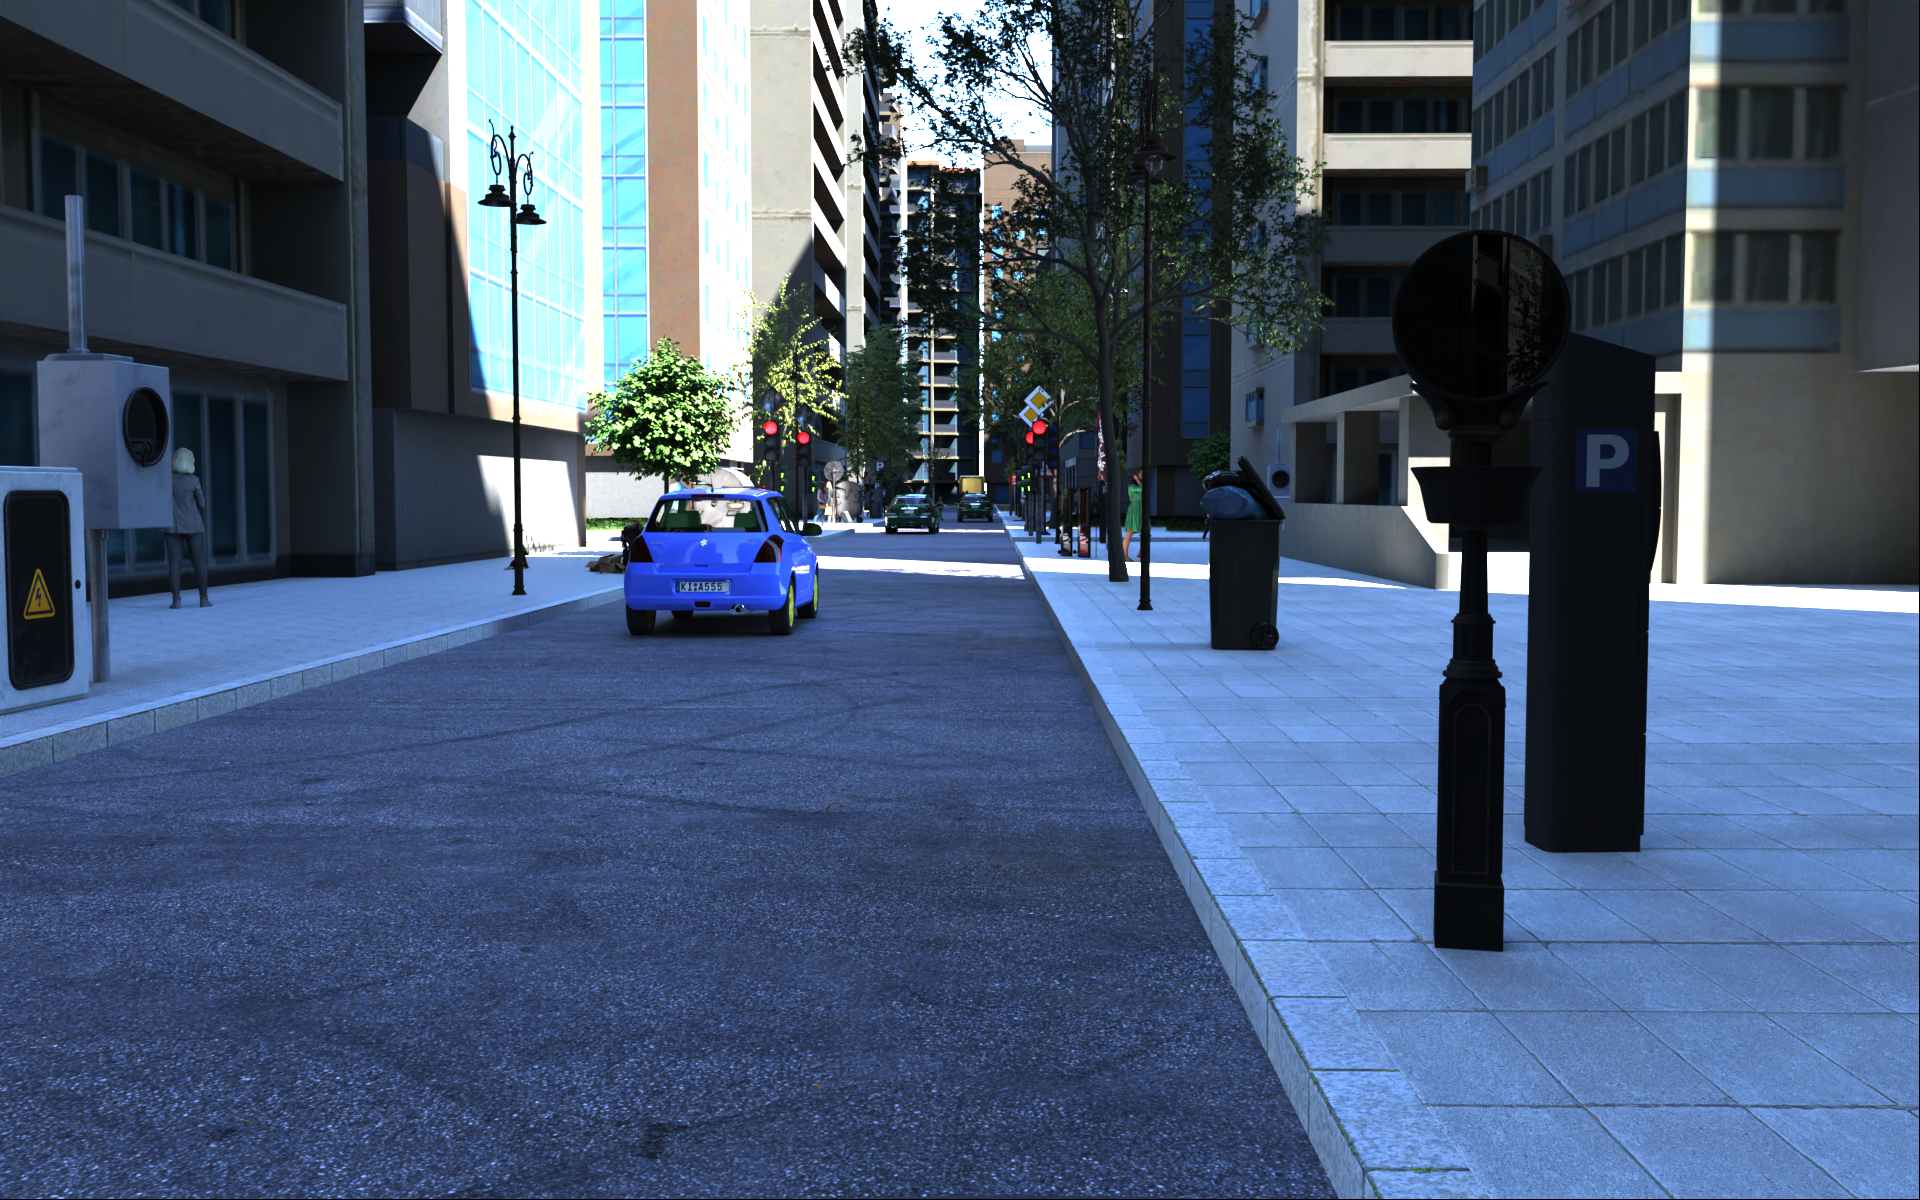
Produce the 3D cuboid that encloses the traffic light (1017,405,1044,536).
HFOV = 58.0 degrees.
[{"bbox_3d":[2.147,-3.905,52.761,0.839,4.253,0.868,0,4,1],"label":"traffic light"}]

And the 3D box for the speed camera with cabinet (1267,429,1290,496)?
[{"bbox_3d":[8.985,-3.556,52.474,2.038,3.252,0.660,0,4,3],"label":"speed camera with cabinet"}]

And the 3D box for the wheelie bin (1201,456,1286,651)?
[{"bbox_3d":[2.349,-0.399,14.438,0.693,1.594,0.980,0,4,7],"label":"wheelie bin"}]

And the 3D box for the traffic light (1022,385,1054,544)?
[{"bbox_3d":[2.019,-3.416,44.777,0.839,4.253,0.868,0,4,1],"label":"traffic light"}]

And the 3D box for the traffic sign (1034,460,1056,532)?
[{"bbox_3d":[2.642,-3.401,55.607,0.884,2.594,0.081,0,4,7],"label":"traffic sign"}]

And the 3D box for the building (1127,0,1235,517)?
[{"bbox_3d":[16.246,-26.888,89.734,14.600,45.320,14.200,0,4,1],"label":"building"}]

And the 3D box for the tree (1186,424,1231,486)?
[{"bbox_3d":[12.274,-5.961,81.168,4.285,4.588,4.351,0,3,0],"label":"tree"}]

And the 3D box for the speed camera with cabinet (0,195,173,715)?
[{"bbox_3d":[-5.744,-1.012,10.890,0.660,3.252,2.038,0,4,4],"label":"speed camera with cabinet"}]

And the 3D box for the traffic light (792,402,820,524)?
[{"bbox_3d":[-4.713,-3.910,52.855,0.839,4.253,0.868,0,4,1],"label":"traffic light"}]

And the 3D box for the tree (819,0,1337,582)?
[{"bbox_3d":[2.012,-5.554,25.215,7.601,10.594,8.767,1,4,20],"label":"tree"}]

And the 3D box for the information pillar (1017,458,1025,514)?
[{"bbox_3d":[4.016,-7.449,113.147,0.504,3.616,0.183,-2,4,-24],"label":"information pillar"}]

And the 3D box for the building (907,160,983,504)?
[{"bbox_3d":[-11.506,-34.898,225.213,28.867,44.769,22.147,0,4,1],"label":"building"}]

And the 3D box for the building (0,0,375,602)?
[{"bbox_3d":[-20.094,-23.975,15.693,21.300,48.544,21.600,0,4,1],"label":"building"}]

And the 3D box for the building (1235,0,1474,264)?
[{"bbox_3d":[21.775,-27.106,66.879,21.600,48.544,21.300,0,4,1],"label":"building"}]

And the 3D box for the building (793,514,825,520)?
[{"bbox_3d":[-17.808,-28.877,95.834,21.300,48.544,21.600,0,4,1],"label":"building"}]

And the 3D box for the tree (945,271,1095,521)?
[{"bbox_3d":[3.050,-9.529,81.549,9.928,11.665,9.643,0,3,0],"label":"tree"}]

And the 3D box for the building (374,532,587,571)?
[{"bbox_3d":[-15.943,-23.515,34.575,14.200,45.320,14.600,0,4,1],"label":"building"}]

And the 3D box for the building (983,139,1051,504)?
[{"bbox_3d":[10.106,-34.941,221.388,14.200,45.320,14.600,0,4,1],"label":"building"}]

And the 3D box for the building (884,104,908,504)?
[{"bbox_3d":[-13.333,-33.272,194.102,14.200,45.320,14.600,0,4,1],"label":"building"}]

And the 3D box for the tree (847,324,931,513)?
[{"bbox_3d":[-5.474,-12.078,115.607,7.486,12.596,7.792,0,3,0],"label":"tree"}]

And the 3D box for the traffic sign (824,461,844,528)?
[{"bbox_3d":[-4.833,-4.051,66.333,0.768,2.556,0.104,0,4,5],"label":"traffic sign"}]

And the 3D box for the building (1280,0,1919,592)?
[{"bbox_3d":[22.594,-20.598,28.661,32.217,40.220,23.993,0,4,1],"label":"building"}]

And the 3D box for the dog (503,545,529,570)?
[{"bbox_3d":[-7.635,-0.733,29.716,0.550,0.427,0.748,3,5,45],"label":"dog"}]

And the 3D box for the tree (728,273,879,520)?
[{"bbox_3d":[-6.079,-6.632,58.799,4.737,8.622,4.395,0,3,0],"label":"tree"}]

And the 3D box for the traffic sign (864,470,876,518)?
[{"bbox_3d":[-4.823,-5.679,92.852,0.884,2.594,0.081,0,4,7],"label":"traffic sign"}]

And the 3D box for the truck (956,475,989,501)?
[{"bbox_3d":[1.247,-11.146,178.154,3.469,3.379,9.791,0,4,1],"label":"truck"}]

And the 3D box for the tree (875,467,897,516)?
[{"bbox_3d":[-4.708,-6.580,102.180,1.663,3.219,1.824,0,3,0],"label":"tree"}]

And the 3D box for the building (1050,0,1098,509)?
[{"bbox_3d":[18.231,-36.983,146.671,21.231,58.520,28.212,0,4,1],"label":"building"}]

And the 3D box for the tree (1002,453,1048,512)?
[{"bbox_3d":[4.761,-8.617,124.598,4.285,4.588,4.351,0,3,0],"label":"tree"}]

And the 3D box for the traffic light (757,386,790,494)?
[{"bbox_3d":[-4.842,-3.422,44.871,0.839,4.253,0.868,0,4,1],"label":"traffic light"}]

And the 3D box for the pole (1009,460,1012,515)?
[{"bbox_3d":[3.053,-6.722,103.743,0.158,3.312,0.155,0,3,0],"label":"pole"}]

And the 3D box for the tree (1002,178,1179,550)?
[{"bbox_3d":[3.221,-5.455,39.547,4.737,8.622,4.395,0,3,0],"label":"tree"}]

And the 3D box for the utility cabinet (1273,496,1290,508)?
[{"bbox_3d":[8.677,-2.094,45.390,1.020,1.237,0.306,0,4,-5],"label":"utility cabinet"}]

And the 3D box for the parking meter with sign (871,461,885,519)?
[{"bbox_3d":[-4.355,-5.832,91.615,0.543,3.016,1.738,0,4,7],"label":"parking meter with sign"}]

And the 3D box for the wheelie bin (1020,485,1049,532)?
[{"bbox_3d":[2.577,-3.146,59.339,0.980,1.594,0.693,0,4,-6],"label":"wheelie bin"}]

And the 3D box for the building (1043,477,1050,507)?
[{"bbox_3d":[23.907,-29.490,174.049,32.217,40.220,23.993,0,4,1],"label":"building"}]

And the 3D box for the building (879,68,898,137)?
[{"bbox_3d":[-17.270,-31.162,164.116,22.147,44.769,28.867,0,4,1],"label":"building"}]

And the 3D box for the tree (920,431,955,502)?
[{"bbox_3d":[-2.914,-15.402,202.188,4.360,8.622,3.978,0,3,0],"label":"tree"}]

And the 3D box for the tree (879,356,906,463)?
[{"bbox_3d":[-4.818,-8.305,86.149,4.737,8.622,4.395,0,3,0],"label":"tree"}]

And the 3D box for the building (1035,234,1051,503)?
[{"bbox_3d":[15.371,-25.808,193.656,14.160,30.474,14.107,0,4,1],"label":"building"}]

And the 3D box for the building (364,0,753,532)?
[{"bbox_3d":[-16.364,-25.685,70.054,14.600,45.320,14.200,0,4,1],"label":"building"}]

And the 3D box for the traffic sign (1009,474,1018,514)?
[{"bbox_3d":[3.497,-6.783,111.015,0.768,2.556,0.104,0,4,5],"label":"traffic sign"}]

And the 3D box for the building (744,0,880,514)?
[{"bbox_3d":[-17.731,-31.506,138.819,21.300,48.544,21.600,0,4,1],"label":"building"}]

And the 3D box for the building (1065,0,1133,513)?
[{"bbox_3d":[17.878,-41.454,116.029,20.563,71.187,20.611,0,4,1],"label":"building"}]
